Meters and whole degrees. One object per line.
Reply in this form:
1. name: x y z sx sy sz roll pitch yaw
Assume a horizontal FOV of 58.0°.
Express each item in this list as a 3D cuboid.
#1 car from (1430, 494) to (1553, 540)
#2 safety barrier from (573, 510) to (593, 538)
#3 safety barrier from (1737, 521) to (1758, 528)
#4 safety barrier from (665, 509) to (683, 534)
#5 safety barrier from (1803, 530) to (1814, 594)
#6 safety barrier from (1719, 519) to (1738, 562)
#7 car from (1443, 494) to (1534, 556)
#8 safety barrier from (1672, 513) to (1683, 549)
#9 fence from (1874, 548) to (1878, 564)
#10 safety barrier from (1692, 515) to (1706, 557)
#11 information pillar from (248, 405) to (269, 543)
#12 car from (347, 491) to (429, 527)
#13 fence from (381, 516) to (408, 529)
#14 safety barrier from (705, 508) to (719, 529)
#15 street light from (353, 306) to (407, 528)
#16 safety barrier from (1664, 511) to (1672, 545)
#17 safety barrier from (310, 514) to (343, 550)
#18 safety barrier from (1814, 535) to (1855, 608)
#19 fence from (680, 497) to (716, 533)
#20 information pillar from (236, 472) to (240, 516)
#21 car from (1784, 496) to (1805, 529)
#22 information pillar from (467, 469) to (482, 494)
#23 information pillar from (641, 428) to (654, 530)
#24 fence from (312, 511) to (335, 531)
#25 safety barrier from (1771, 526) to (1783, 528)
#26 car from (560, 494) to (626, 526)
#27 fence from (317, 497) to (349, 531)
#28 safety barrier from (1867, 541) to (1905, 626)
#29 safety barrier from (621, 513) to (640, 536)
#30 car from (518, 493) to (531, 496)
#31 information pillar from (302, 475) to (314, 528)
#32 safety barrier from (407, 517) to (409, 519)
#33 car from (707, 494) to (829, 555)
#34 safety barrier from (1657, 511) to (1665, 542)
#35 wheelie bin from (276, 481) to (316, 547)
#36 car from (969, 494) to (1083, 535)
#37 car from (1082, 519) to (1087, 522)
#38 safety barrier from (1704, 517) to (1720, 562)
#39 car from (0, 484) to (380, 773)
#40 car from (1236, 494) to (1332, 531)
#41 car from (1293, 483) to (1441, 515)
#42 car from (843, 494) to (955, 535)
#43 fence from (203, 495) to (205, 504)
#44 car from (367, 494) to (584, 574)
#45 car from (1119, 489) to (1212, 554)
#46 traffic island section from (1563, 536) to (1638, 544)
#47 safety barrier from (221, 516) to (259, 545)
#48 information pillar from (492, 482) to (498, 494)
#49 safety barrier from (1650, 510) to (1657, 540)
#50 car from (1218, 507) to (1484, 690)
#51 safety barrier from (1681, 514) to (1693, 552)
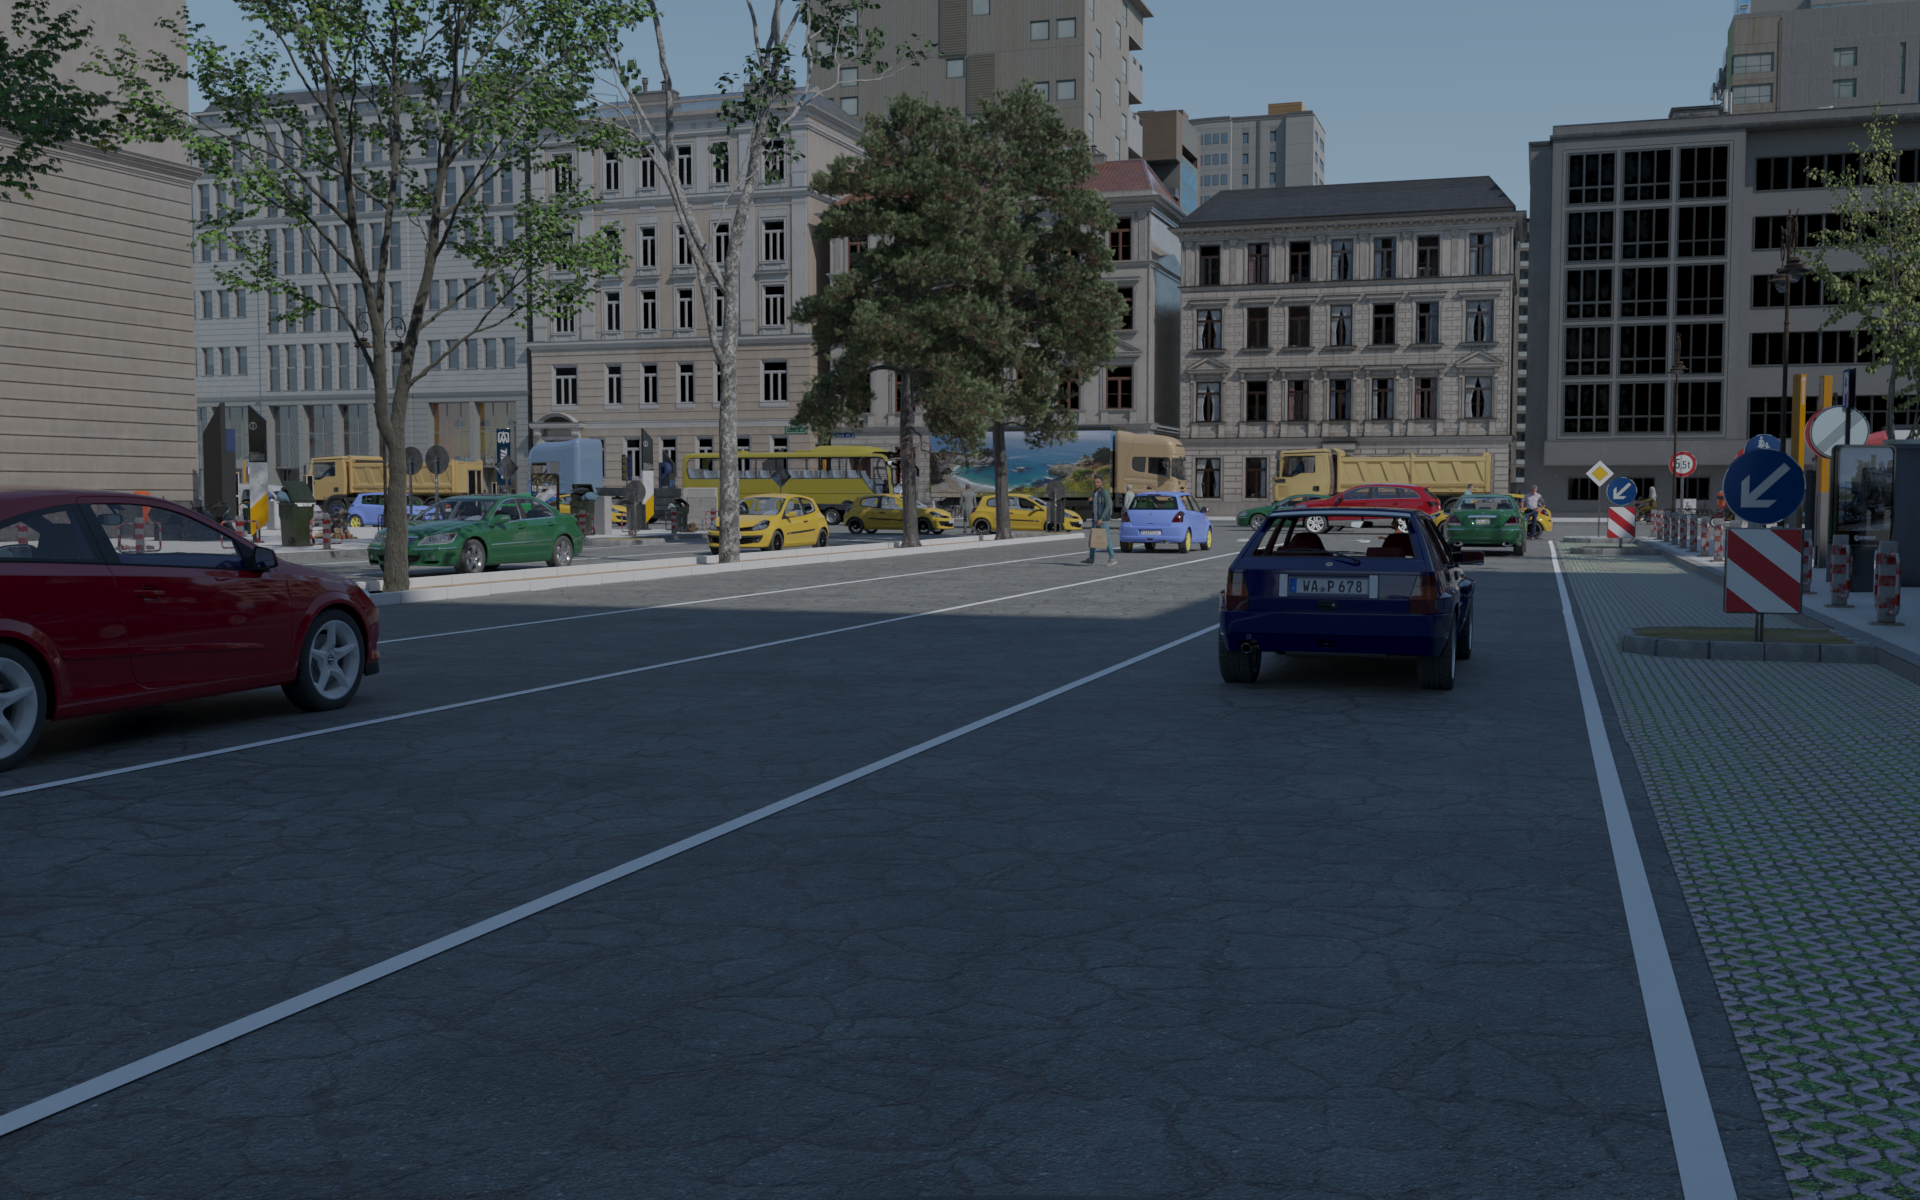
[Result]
1. car: 17.001 -2.787 55.796 3.980 1.641 2.015 1 4 20
2. safety barrier: -10.965 -2.205 50.324 0.300 0.817 1.120 1 4 18
3. safety barrier: 12.620 -0.812 27.554 0.300 0.817 1.120 1 4 18
4. safety barrier: -9.189 -2.530 55.640 0.300 0.817 1.120 1 4 18
5. safety barrier: 10.852 -0.489 22.263 0.300 0.817 1.120 1 4 18
6. safety barrier: 13.511 -0.975 30.219 0.300 0.817 1.120 1 4 18
7. car: 12.690 -1.831 41.732 2.131 1.459 4.920 1 4 19
8. safety barrier: 17.049 -1.623 40.817 0.300 0.817 1.120 1 4 18
9. fence: 15.536 -0.750 27.641 2.069 0.683 0.278 1 4 18
10. safety barrier: 15.285 -1.300 35.525 0.300 0.817 1.120 1 4 18
11. information pillar: -18.380 -3.302 45.348 0.504 3.616 0.183 1 4 10
12. car: -22.227 -3.586 68.225 3.694 1.707 1.945 1 4 17
13. fence: -14.881 -1.845 45.544 0.278 0.683 2.069 -3 4 -37
14. safety barrier: -8.307 -2.692 58.286 0.300 0.817 1.120 1 4 18
15. street light: -14.097 -4.257 42.385 0.468 5.910 1.993 1 4 18
16. safety barrier: 17.938 -1.785 43.460 0.300 0.817 1.120 1 4 18
17. safety barrier: -14.518 -1.555 39.698 0.300 0.817 1.120 1 4 18
18. safety barrier: 9.964 -0.326 19.610 0.300 0.817 1.120 1 4 18
19. fence: -8.730 -2.896 58.547 0.480 1.192 2.264 1 4 19
20. information pillar: -24.345 -3.280 58.126 0.304 2.012 0.304 -2 4 -27
21. car: 25.389 -2.654 53.186 2.009 1.686 4.222 1 4 18
22. information pillar: -14.436 -2.878 51.551 0.304 2.012 0.304 1 4 16
23. information pillar: -11.103 -4.289 61.481 0.183 3.616 0.504 3 5 39
24. fence: -21.812 -2.696 59.450 2.069 0.683 0.278 3 5 41
25. safety barrier: 11.734 -0.650 24.909 0.300 0.817 1.120 1 4 18
26. car: -16.619 -4.132 77.774 3.980 1.641 2.015 1 4 19
27. fence: -22.267 -3.078 61.523 0.480 1.192 2.264 0 4 -4
28. safety barrier: 9.075 -0.164 16.949 0.300 0.817 1.120 1 4 18
29. safety barrier: -10.075 -2.368 52.991 0.300 0.817 1.120 1 4 18
30. car: -20.914 -4.512 82.574 4.718 1.807 1.959 1 4 17
31. information pillar: -24.948 -3.780 66.296 0.304 2.012 0.304 3 4 36
32. safety barrier: -13.636 -1.717 42.344 0.300 0.817 1.120 1 4 18
33. car: -4.639 -1.936 41.870 2.015 1.641 3.980 1 4 20
34. safety barrier: 18.818 -1.947 46.107 0.300 0.817 1.120 1 4 18
35. wheelie bin: -16.205 -2.097 42.198 0.693 1.594 0.980 2 4 30
36. car: 2.318 -3.093 60.788 3.980 1.641 2.015 1 4 17
37. car: 3.257 -4.118 76.125 4.718 1.807 1.959 1 4 18
38. safety barrier: 14.402 -1.138 32.879 0.300 0.817 1.120 1 4 18
39. car: -5.350 -0.086 10.454 2.155 1.783 4.494 1 4 17
40. car: 13.202 -3.400 67.386 4.920 1.459 2.131 1 4 19
41. car: 14.534 -3.261 61.984 5.304 1.827 2.281 1 4 20
42. car: -2.172 -3.181 62.241 3.980 1.641 2.015 1 4 19
43. fence: -48.158 -6.132 111.453 0.480 1.192 2.264 0 4 3
44. car: -8.774 -1.217 31.688 2.131 1.459 4.920 1 4 20
45. car: 5.186 -2.057 43.218 1.945 1.707 3.694 1 4 20
46. traffic island section: 18.971 -1.781 51.404 2.009 0.180 2.903 1 4 18
47. safety barrier: -15.405 -1.393 37.049 0.300 0.817 1.120 1 4 18
48. information pillar: -29.150 -6.370 108.640 0.304 2.012 0.304 0 4 6
49. safety barrier: 19.705 -2.109 48.752 0.300 0.817 1.120 1 4 18
50. car: 3.255 -0.099 14.193 1.945 1.354 3.894 1 4 19
51. safety barrier: 16.168 -1.461 38.171 0.300 0.817 1.120 1 4 18
